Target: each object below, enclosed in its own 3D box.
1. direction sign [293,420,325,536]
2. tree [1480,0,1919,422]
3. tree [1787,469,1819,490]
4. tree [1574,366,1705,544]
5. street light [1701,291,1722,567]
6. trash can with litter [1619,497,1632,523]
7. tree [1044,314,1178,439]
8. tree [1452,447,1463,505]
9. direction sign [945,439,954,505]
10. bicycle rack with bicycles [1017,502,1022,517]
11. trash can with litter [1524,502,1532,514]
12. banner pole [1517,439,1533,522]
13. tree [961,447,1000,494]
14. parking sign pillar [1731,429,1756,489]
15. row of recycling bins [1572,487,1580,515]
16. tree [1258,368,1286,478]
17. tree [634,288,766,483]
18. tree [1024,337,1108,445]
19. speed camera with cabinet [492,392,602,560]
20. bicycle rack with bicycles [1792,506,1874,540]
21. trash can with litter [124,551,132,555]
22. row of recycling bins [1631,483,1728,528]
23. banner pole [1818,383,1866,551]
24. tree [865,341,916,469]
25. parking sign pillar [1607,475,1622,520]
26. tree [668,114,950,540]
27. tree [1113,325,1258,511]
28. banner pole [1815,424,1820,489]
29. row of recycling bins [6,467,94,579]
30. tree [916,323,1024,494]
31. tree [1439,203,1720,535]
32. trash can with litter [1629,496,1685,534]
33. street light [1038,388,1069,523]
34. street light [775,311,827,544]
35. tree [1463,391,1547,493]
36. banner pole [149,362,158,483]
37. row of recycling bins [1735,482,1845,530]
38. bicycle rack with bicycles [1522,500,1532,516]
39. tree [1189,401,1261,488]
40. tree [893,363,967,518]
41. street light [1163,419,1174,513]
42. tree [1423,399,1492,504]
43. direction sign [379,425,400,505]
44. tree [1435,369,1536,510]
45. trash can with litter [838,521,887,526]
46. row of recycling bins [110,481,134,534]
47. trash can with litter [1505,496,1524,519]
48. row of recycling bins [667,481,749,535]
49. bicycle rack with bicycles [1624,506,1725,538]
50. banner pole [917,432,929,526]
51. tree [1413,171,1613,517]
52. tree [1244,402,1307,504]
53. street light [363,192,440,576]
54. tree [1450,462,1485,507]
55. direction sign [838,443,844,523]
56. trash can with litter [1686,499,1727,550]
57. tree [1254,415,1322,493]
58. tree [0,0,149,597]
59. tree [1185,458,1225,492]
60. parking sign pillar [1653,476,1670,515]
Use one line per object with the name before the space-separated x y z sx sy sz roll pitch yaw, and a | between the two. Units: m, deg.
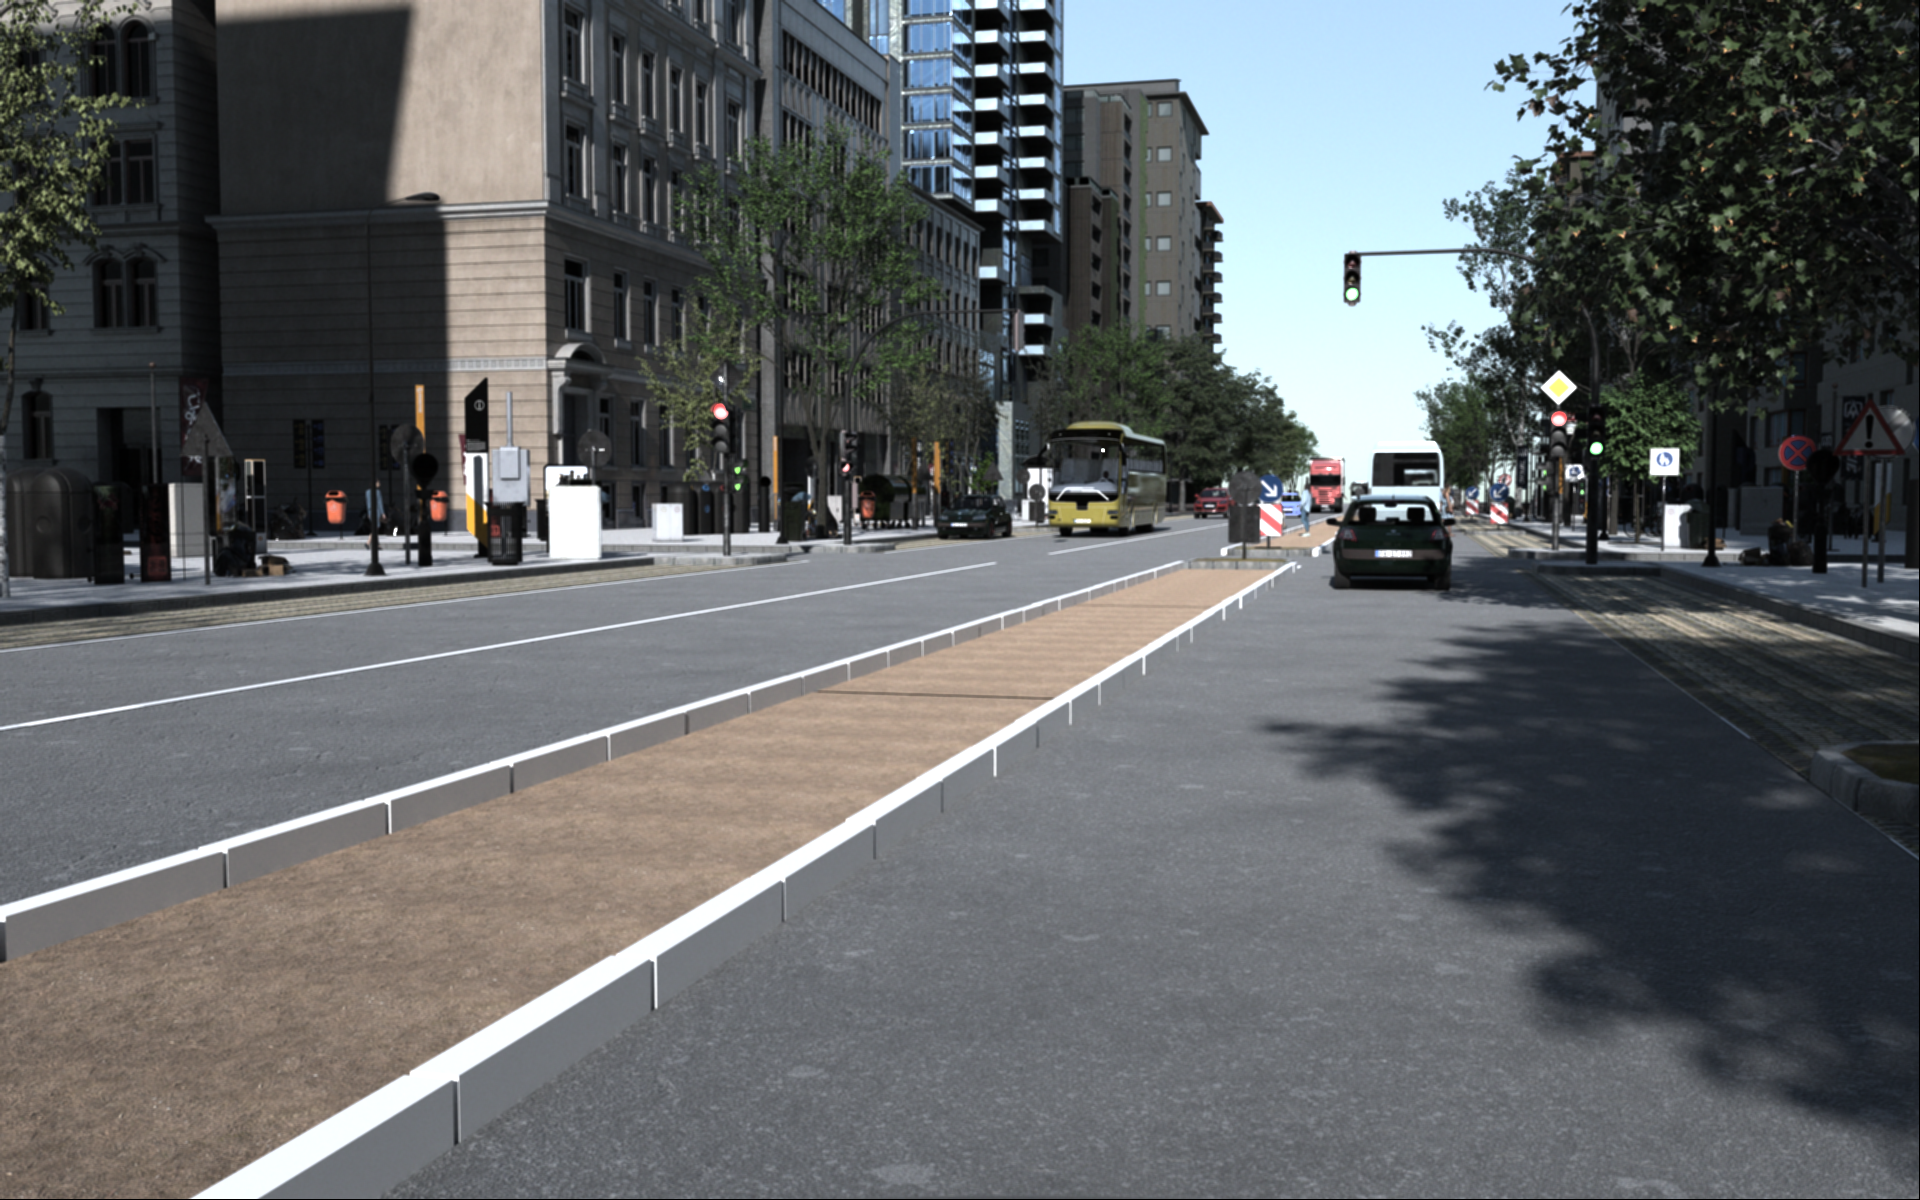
direction sign | -19.850 -3.723 52.864 0.876 3.537 0.379 -1 4 -14
tree | 9.509 -6.036 15.691 9.611 12.733 9.660 0 3 0
tree | 32.051 -4.316 65.163 1.663 3.219 1.824 0 3 0
tree | 17.545 -3.733 44.741 4.285 4.588 4.351 0 3 0
street light | 12.766 -3.551 30.596 1.470 5.913 1.316 1 4 14
trash can with litter | 29.917 -4.038 77.416 1.055 1.170 0.624 -3 5 -45
tree | 8.910 -10.764 101.753 9.928 11.665 9.643 0 3 0
tree | 61.562 -15.961 211.332 4.360 8.622 3.978 0 3 0
direction sign | -0.437 -4.848 71.263 0.379 3.537 0.876 -1 4 -22
bicycle rack with bicycles | 3.501 -5.212 98.593 2.852 0.926 2.925 3 5 41
trash can with litter | 36.342 -6.037 110.094 1.055 1.170 0.624 2 4 34
banner pole | 25.763 -5.434 78.864 0.863 3.779 0.401 1 4 14
tree | 1.147 -4.614 70.034 1.663 3.219 1.824 0 3 0
parking sign pillar | 32.676 -5.123 72.229 1.447 3.967 1.447 -3 4 -38
row of recycling bins | 38.199 -6.027 105.660 3.534 1.692 1.069 1 4 11
tree | 28.088 -16.373 174.359 9.857 13.997 8.962 0 3 0
tree | -8.905 -6.750 60.728 4.737 8.622 4.395 0 3 0
tree | 4.652 -7.971 80.687 4.360 8.622 3.978 0 3 0
speed camera with cabinet | -8.070 -2.419 33.881 2.038 3.252 0.660 -1 4 -8
bicycle rack with bicycles | 25.328 -2.246 50.106 2.852 0.926 2.925 3 5 39
trash can with litter | -18.189 -1.525 35.990 1.678 1.210 2.233 2 4 27
row of recycling bins | 27.660 -3.639 66.614 3.534 1.692 1.069 2 4 35
banner pole | 19.862 -2.991 38.914 0.863 3.779 0.401 1 4 19
tree | -2.521 -8.018 81.459 4.360 8.622 3.978 0 3 0
parking sign pillar | 32.797 -6.039 87.205 1.447 3.967 1.447 2 4 27
tree | -4.049 -7.539 49.022 9.928 11.665 9.643 0 3 0
tree | 16.639 -13.676 130.265 9.857 13.997 8.962 0 3 0
banner pole | 30.871 -4.405 62.037 0.401 3.779 0.863 -2 4 -28
row of recycling bins | -14.701 -1.240 27.379 3.534 1.692 1.069 3 5 44
tree | 0.373 -7.642 75.311 4.360 8.622 3.978 0 3 0
tree | 20.191 -7.292 53.631 8.767 10.594 7.601 3 5 39
trash can with litter | 22.408 -2.704 55.276 2.233 1.210 1.678 0 4 1
street light | 4.066 -6.319 75.859 1.470 5.913 1.316 1 4 14
street light | -4.052 -4.386 44.250 1.470 5.913 1.316 1 4 14
tree | 36.931 -10.133 116.039 4.360 8.622 3.978 0 3 0
banner pole | -15.406 -2.636 33.122 0.401 3.779 0.863 -2 4 -28
row of recycling bins | 28.884 -3.255 60.329 3.534 1.692 1.069 3 5 40
bicycle rack with bicycles | 33.444 -5.492 103.182 2.852 0.926 2.925 0 4 2
tree | 24.194 -13.774 159.612 7.601 10.594 8.767 -3 5 -43
tree | -1.493 -8.635 91.552 4.737 8.622 4.395 0 3 0
street light | 12.355 -8.273 107.800 1.470 5.913 1.316 1 4 14
tree | 65.121 -19.508 225.605 9.857 13.997 8.962 0 3 0
direction sign | -18.656 -3.958 56.708 0.876 3.537 0.379 2 4 28
tree | 43.645 -13.258 142.530 9.928 11.665 9.643 0 3 0
trash can with litter | -3.811 -3.584 69.657 2.233 1.210 1.678 0 4 -5
row of recycling bins | -28.548 -3.033 56.709 3.534 1.692 1.069 1 4 20
trash can with litter | 28.241 -4.725 88.642 0.624 1.170 1.055 0 4 -2
row of recycling bins | -8.074 -2.950 55.350 1.069 1.692 3.534 2 4 32
bicycle rack with bicycles | 21.118 -2.314 51.221 2.925 0.926 2.852 0 4 1
banner pole | -1.586 -4.900 70.124 0.401 3.779 0.863 -3 4 -36
tree | 32.799 -14.860 98.843 12.611 20.169 13.585 0 3 0
tree | 37.816 -17.772 208.705 7.486 12.596 7.792 0 3 0
street light | -8.685 -3.328 26.950 1.470 5.913 1.316 1 4 14
tree | 51.426 -11.706 175.098 4.285 4.588 4.351 0 3 0
direction sign | -5.199 -5.184 76.756 0.379 3.537 0.876 1 4 21
trash can with litter | 17.268 -1.748 39.961 0.624 1.170 1.055 -1 4 -17
tree | 46.032 -19.298 241.278 9.928 11.665 9.643 0 3 0
tree | -12.155 -4.344 21.387 4.737 8.622 4.395 0 3 0
tree | 20.896 -10.027 147.647 4.285 4.588 4.351 0 3 0
parking sign pillar | 43.111 -7.194 106.098 1.447 3.967 1.447 1 4 9
